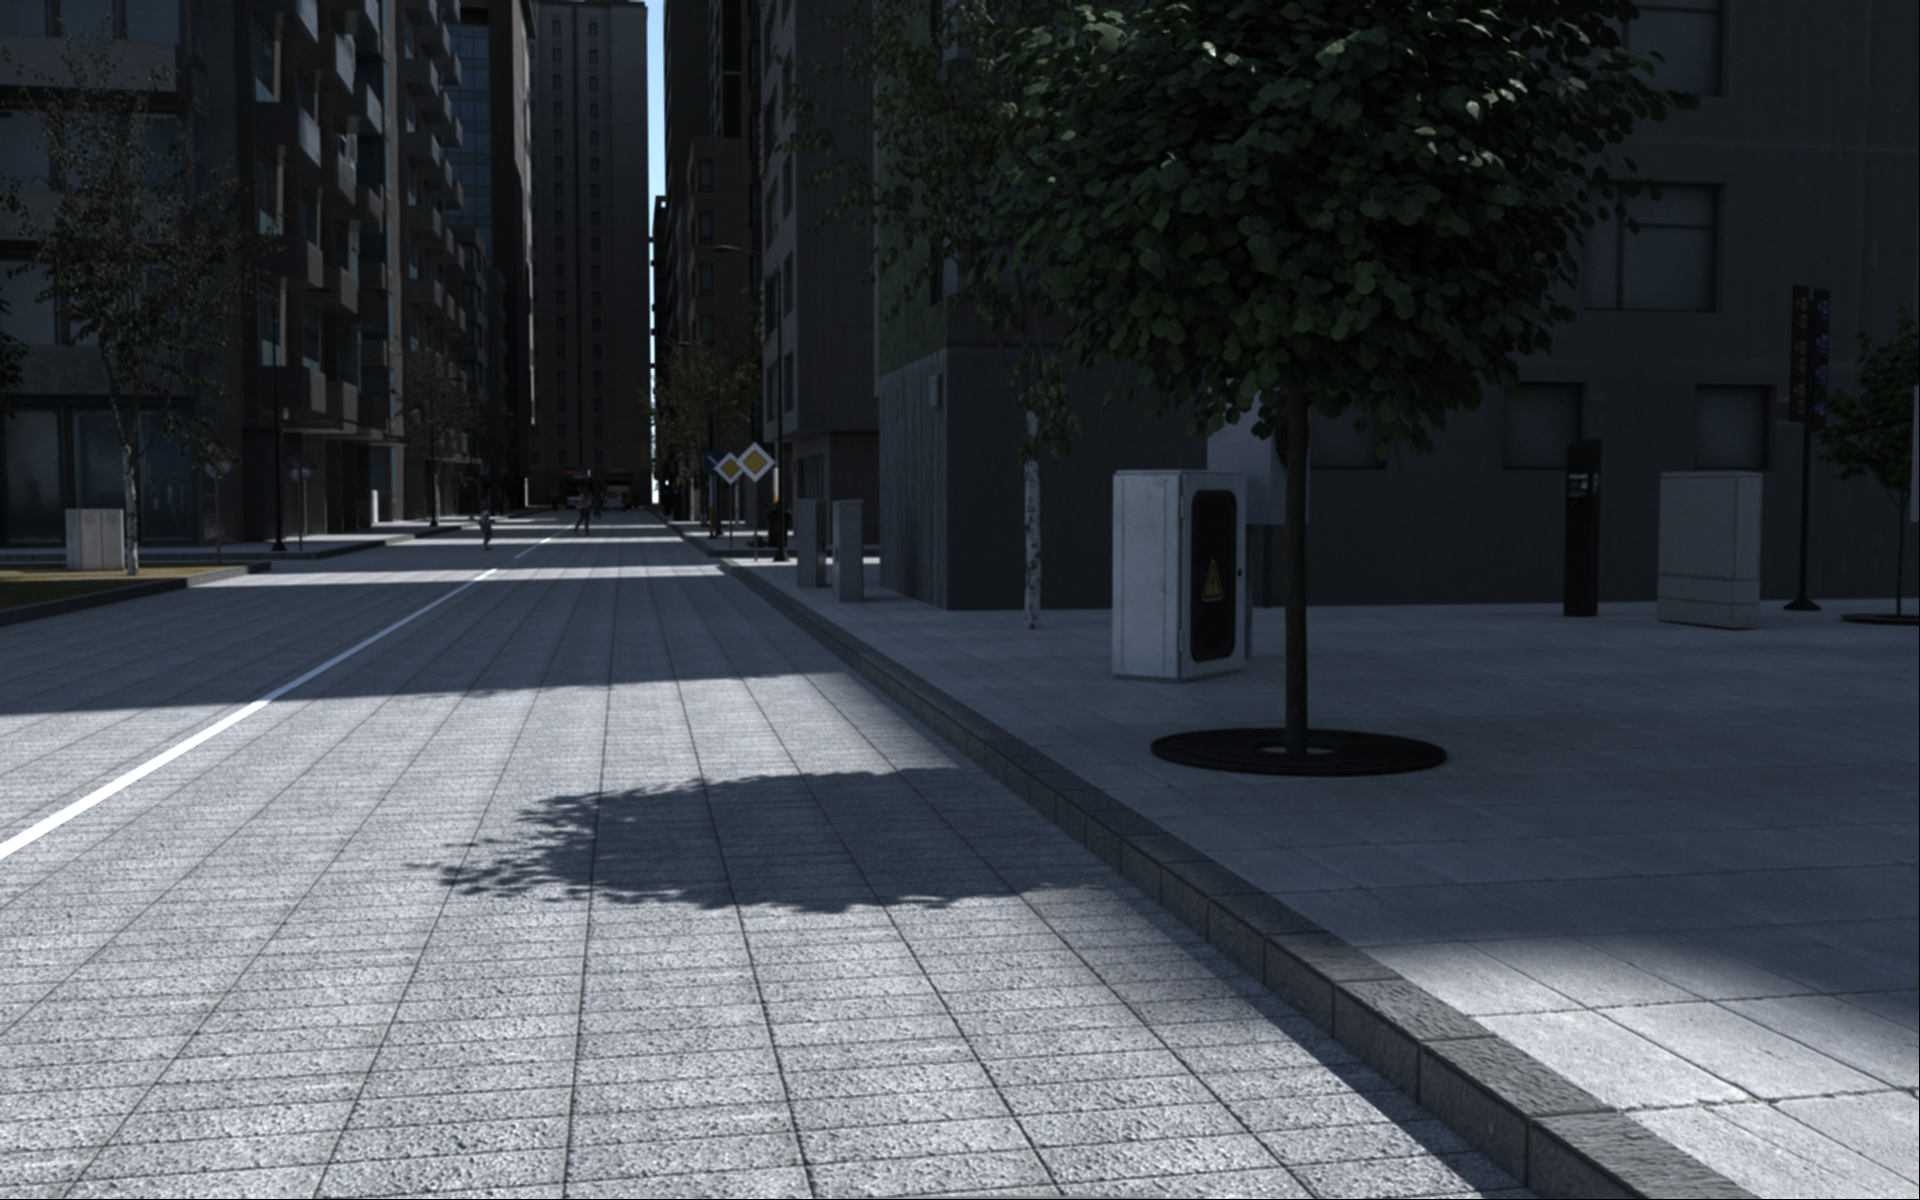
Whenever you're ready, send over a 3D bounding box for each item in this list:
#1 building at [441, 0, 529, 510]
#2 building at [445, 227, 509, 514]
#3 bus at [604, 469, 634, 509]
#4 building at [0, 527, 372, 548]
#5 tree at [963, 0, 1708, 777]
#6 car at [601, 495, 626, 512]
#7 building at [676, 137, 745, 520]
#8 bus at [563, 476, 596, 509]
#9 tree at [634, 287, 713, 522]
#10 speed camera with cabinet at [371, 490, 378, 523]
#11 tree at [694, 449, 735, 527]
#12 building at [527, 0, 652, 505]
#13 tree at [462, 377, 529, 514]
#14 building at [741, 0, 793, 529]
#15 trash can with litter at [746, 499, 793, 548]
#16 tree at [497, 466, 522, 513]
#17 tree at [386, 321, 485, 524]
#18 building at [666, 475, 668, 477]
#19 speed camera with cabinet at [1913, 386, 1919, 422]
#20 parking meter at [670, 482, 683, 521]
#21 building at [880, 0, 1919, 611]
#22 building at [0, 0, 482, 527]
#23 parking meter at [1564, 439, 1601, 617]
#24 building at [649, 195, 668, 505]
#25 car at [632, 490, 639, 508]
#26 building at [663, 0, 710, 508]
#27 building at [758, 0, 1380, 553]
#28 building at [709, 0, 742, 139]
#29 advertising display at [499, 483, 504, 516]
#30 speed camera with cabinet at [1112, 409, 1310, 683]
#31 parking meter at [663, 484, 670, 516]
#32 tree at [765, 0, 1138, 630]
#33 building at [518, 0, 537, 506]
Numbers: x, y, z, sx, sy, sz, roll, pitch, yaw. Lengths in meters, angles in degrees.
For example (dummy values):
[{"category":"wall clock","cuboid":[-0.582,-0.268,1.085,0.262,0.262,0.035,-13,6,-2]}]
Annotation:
[{"category":"building","cuboid":[-44.141,-30.337,146.121,14.600,45.320,14.200,-1,4,-11]},{"category":"building","cuboid":[-47.652,-17.068,124.107,27.650,21.520,28.899,-1,4,-11]},{"category":"bus","cuboid":[-32.961,-10.749,167.291,2.896,3.916,12.252,-1,4,-11]},{"category":"building","cuboid":[-29.965,-26.380,50.916,23.786,49.044,30.456,-1,4,-11]},{"category":"tree","cuboid":[1.748,-1.511,8.423,4.285,4.588,4.351,0,3,0]},{"category":"car","cuboid":[-28.676,-8.022,143.516,2.083,1.381,4.827,-1,4,-12]},{"category":"building","cuboid":[-2.037,-15.646,100.854,27.650,21.520,28.899,-1,4,-11]},{"category":"bus","cuboid":[-36.680,-10.559,167.506,2.948,3.499,13.247,-1,4,-11]},{"category":"tree","cuboid":[-7.950,-6.687,59.694,4.737,8.622,4.395,0,3,0]},{"category":"speed camera with cabinet","cuboid":[-26.601,-4.984,75.816,2.038,3.252,0.660,0,4,2]},{"category":"tree","cuboid":[-9.686,-4.457,67.478,1.663,3.219,1.824,0,3,0]},{"category":"building","cuboid":[-51.001,-40.515,204.425,28.212,58.520,21.231,-1,4,-11]},{"category":"tree","cuboid":[-29.755,-9.765,110.015,4.737,8.622,4.395,0,3,0]},{"category":"building","cuboid":[-1.961,-18.282,70.608,14.160,30.474,14.107,-1,4,-11]},{"category":"trash can with litter","cuboid":[-4.572,-1.846,41.577,1.055,1.170,0.624,-2,4,-32]},{"category":"tree","cuboid":[-31.579,-7.718,120.793,1.663,3.219,1.824,0,3,0]},{"category":"tree","cuboid":[-22.285,-7.543,73.689,4.360,8.622,3.978,0,3,0]},{"category":"building","cuboid":[-17.621,-33.954,174.755,23.786,49.044,30.456,-1,4,-11]},{"category":"speed camera with cabinet","cuboid":[8.641,-1.178,13.598,2.038,3.252,0.660,2,4,29]},{"category":"parking meter","cuboid":[-13.465,-4.706,82.652,0.399,1.863,0.255,2,4,29]},{"category":"building","cuboid":[5.459,-20.927,25.756,14.154,41.232,14.086,-1,4,-11]},{"category":"building","cuboid":[-37.755,-28.679,88.508,23.786,49.044,30.456,-1,4,-11]},{"category":"parking meter","cuboid":[6.519,-0.760,18.144,0.255,1.863,0.399,3,4,37]},{"category":"building","cuboid":[-26.037,-31.973,214.631,23.993,40.220,32.217,-1,4,-11]},{"category":"car","cuboid":[-33.981,-10.301,177.101,2.281,1.827,5.304,-1,4,-12]},{"category":"building","cuboid":[-14.282,-32.124,148.937,21.300,48.544,21.600,-1,4,-11]},{"category":"building","cuboid":[1.961,-22.233,47.101,14.086,41.232,14.154,-1,4,-11]},{"category":"building","cuboid":[-9.824,-42.135,127.164,20.563,71.187,20.611,-1,4,-11]},{"category":"advertising display","cuboid":[-27.094,-5.938,102.293,0.123,1.923,0.974,-1,4,-23]},{"category":"speed camera with cabinet","cuboid":[1.868,-1.116,12.578,0.660,3.252,2.038,3,4,36]},{"category":"parking meter","cuboid":[-17.255,-5.895,102.099,0.399,1.863,0.255,1,4,18]},{"category":"tree","cuboid":[0.477,-4.018,16.057,4.737,8.622,4.395,0,3,0]},{"category":"building","cuboid":[-55.848,-35.469,169.152,27.495,52.752,28.713,-1,4,-11]}]
